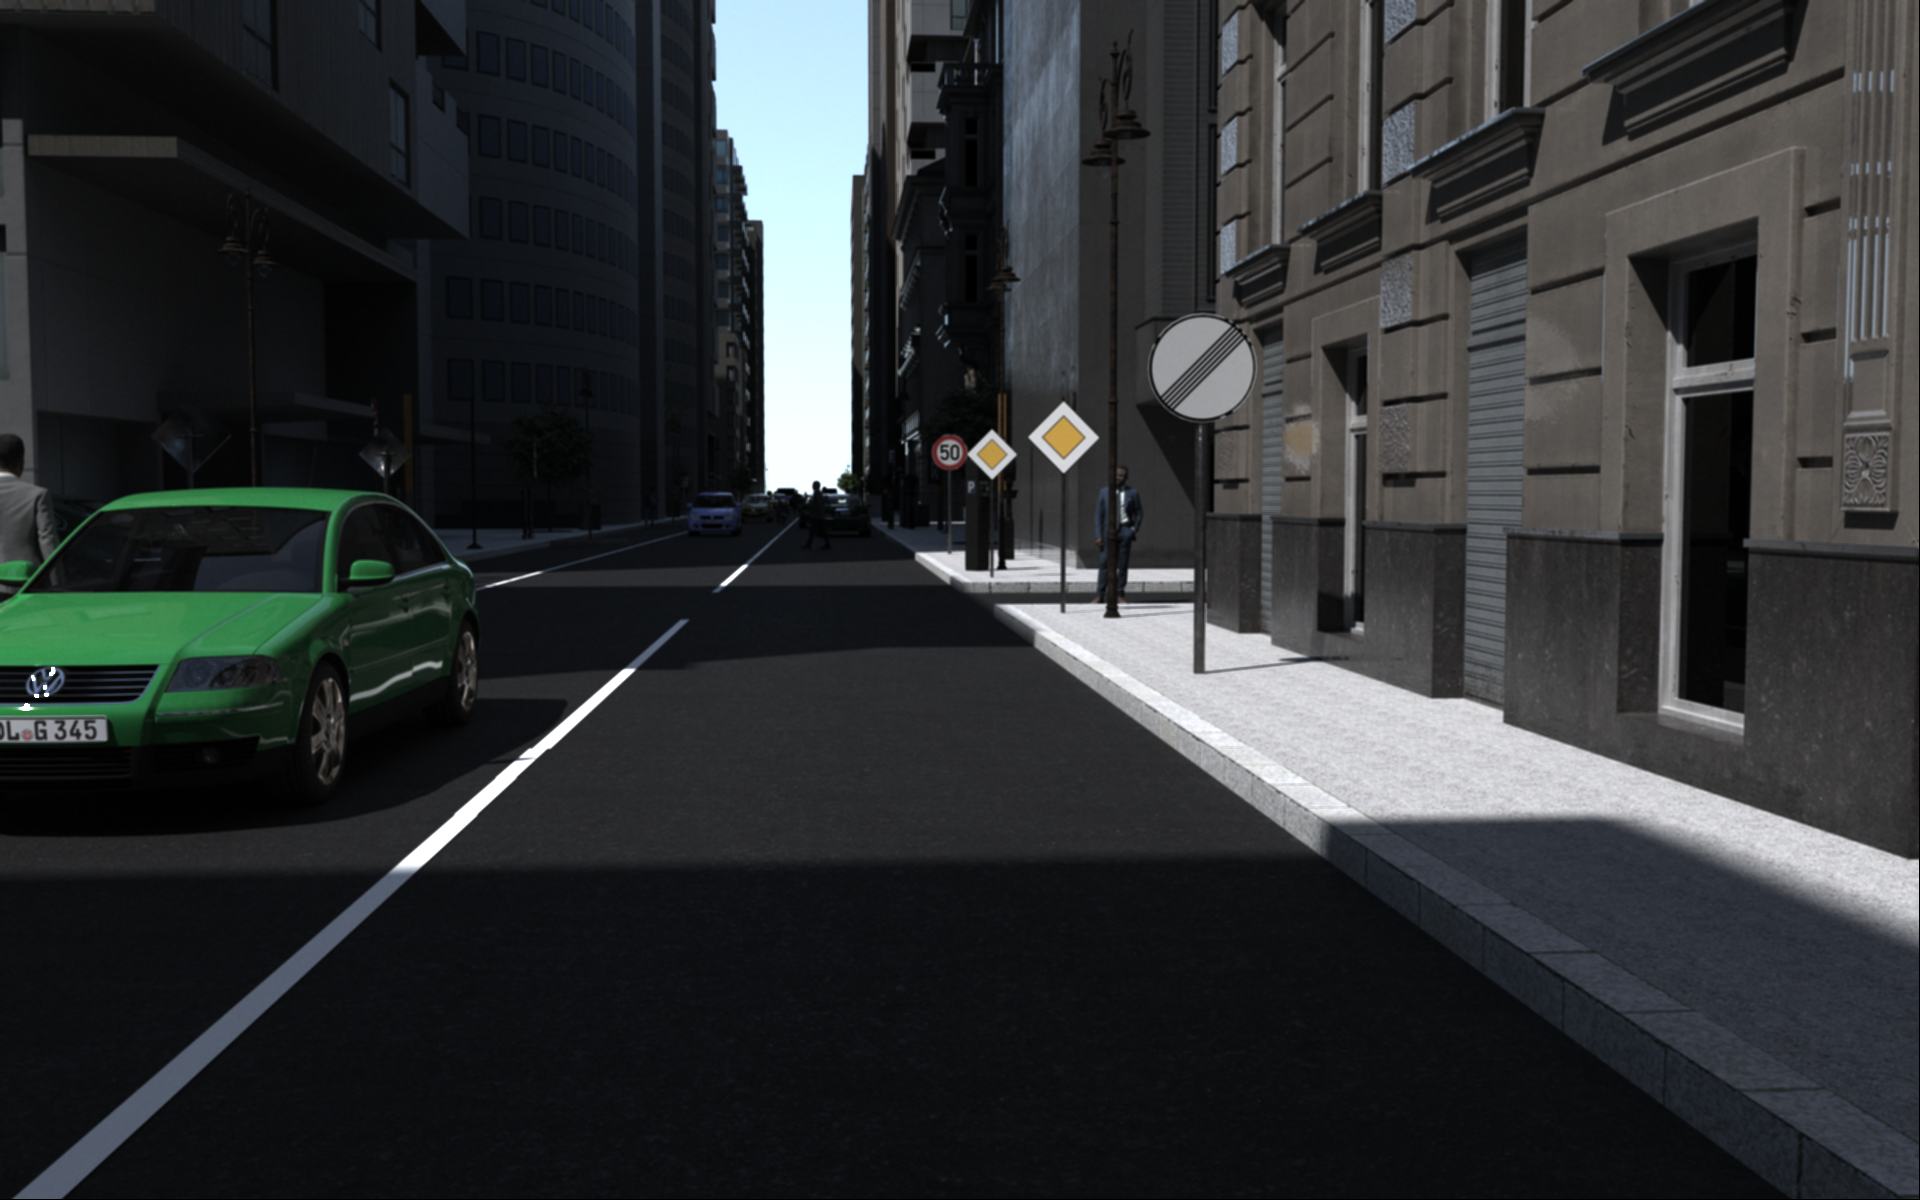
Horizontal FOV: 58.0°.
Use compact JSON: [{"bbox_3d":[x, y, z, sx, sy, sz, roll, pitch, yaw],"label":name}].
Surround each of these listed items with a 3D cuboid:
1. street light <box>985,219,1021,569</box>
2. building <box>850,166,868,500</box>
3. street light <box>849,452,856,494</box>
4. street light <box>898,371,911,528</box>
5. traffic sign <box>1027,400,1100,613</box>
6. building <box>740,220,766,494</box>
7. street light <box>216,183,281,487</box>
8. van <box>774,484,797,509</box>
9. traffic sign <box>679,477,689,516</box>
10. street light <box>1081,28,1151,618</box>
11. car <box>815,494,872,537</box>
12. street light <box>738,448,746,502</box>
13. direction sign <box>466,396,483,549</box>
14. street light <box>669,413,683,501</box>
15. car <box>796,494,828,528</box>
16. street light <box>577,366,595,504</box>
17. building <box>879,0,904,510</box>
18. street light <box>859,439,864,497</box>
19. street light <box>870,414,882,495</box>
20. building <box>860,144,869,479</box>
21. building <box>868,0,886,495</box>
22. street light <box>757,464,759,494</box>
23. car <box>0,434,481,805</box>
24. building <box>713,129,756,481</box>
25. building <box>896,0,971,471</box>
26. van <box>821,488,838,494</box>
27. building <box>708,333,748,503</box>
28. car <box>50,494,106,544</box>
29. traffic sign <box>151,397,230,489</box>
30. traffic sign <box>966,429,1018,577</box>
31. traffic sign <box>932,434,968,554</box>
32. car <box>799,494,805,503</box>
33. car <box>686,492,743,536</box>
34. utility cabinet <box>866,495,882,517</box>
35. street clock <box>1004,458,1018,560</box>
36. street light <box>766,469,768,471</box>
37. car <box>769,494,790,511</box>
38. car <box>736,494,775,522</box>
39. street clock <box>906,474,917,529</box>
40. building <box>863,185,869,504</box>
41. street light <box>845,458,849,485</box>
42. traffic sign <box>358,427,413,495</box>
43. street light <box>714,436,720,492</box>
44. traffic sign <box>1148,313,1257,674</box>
[{"bbox_3d":[0.717,-3.464,29.421,0.468,5.910,1.993,0,4,-4],"label":"street light"},{"bbox_3d":[-4.914,-38.313,250.120,21.300,48.544,21.600,0,4,-4],"label":"building"},{"bbox_3d":[-11.569,-13.183,188.321,0.468,5.910,1.993,0,4,-4],"label":"street light"},{"bbox_3d":[-2.080,-5.646,65.093,0.468,5.910,1.993,0,4,-4],"label":"street light"},{"bbox_3d":[1.108,-0.917,18.629,0.795,2.450,0.064,0,4,-4],"label":"traffic sign"},{"bbox_3d":[-35.628,-34.696,250.865,14.154,41.232,14.086,0,4,-4],"label":"building"},{"bbox_3d":[-10.684,-3.265,26.170,0.468,5.910,1.993,0,4,-4],"label":"street light"},{"bbox_3d":[-16.321,-9.704,163.041,2.240,2.365,5.245,0,4,-3],"label":"van"},{"bbox_3d":[-16.082,-6.043,100.940,0.606,2.300,0.079,0,4,4],"label":"traffic sign"},{"bbox_3d":[1.581,-2.755,17.830,0.468,5.910,1.993,0,4,-4],"label":"street light"},{"bbox_3d":[-4.047,-2.920,59.535,2.131,1.459,4.920,0,4,-6],"label":"car"},{"bbox_3d":[-22.024,-12.306,173.991,0.468,5.910,1.993,0,4,-4],"label":"street light"},{"bbox_3d":[-11.383,-2.968,40.517,0.379,3.537,0.876,-1,4,-18],"label":"direction sign"},{"bbox_3d":[-16.286,-7.699,98.669,0.468,5.910,1.993,0,4,-4],"label":"street light"},{"bbox_3d":[-5.944,-3.808,74.063,2.131,1.459,4.920,0,4,-4],"label":"car"},{"bbox_3d":[-13.437,-5.484,62.449,0.468,5.910,1.993,0,4,-4],"label":"street light"},{"bbox_3d":[0.662,-30.049,141.417,14.600,45.320,14.200,0,4,-4],"label":"building"},{"bbox_3d":[-8.086,-10.346,141.947,0.468,5.910,1.993,0,4,-4],"label":"street light"},{"bbox_3d":[-4.793,-7.819,100.633,0.468,5.910,1.993,0,4,-4],"label":"street light"},{"bbox_3d":[-0.126,-36.109,209.988,23.786,49.044,30.456,0,4,-4],"label":"building"},{"bbox_3d":[1.911,-37.941,162.341,21.231,58.520,28.212,0,4,-4],"label":"building"},{"bbox_3d":[-25.718,-15.162,220.684,0.468,5.910,1.993,0,4,-4],"label":"street light"},{"bbox_3d":[-3.868,-0.034,9.348,1.959,1.807,4.718,0,4,-3],"label":"car"},{"bbox_3d":[-39.306,-37.213,228.045,23.786,49.044,30.456,0,4,-4],"label":"building"},{"bbox_3d":[9.451,-32.501,120.635,28.713,52.752,27.495,0,4,-4],"label":"building"},{"bbox_3d":[-14.273,-11.248,188.285,2.240,2.365,5.245,0,4,-6],"label":"van"},{"bbox_3d":[-38.970,-21.661,199.200,27.650,21.520,28.899,0,4,-4],"label":"building"},{"bbox_3d":[-12.281,-0.617,21.884,4.920,1.459,2.131,0,4,-5],"label":"car"},{"bbox_3d":[-7.960,-0.875,17.947,0.795,2.450,0.064,0,4,-4],"label":"traffic sign"},{"bbox_3d":[0.489,-1.404,26.591,0.795,2.450,0.064,0,4,-4],"label":"traffic sign"},{"bbox_3d":[-0.222,-2.261,37.072,0.768,2.556,0.104,0,4,-3],"label":"traffic sign"},{"bbox_3d":[-22.783,-14.212,244.364,2.014,1.417,4.499,0,4,-4],"label":"car"},{"bbox_3d":[-8.472,-3.079,59.925,1.945,1.707,3.694,0,4,-5],"label":"car"},{"bbox_3d":[-4.638,-5.153,95.405,1.020,1.237,0.306,0,4,-3],"label":"utility cabinet"},{"bbox_3d":[0.963,-1.790,33.841,0.358,2.002,0.471,0,4,6],"label":"street clock"},{"bbox_3d":[-28.639,-17.383,256.993,0.468,5.910,1.993,0,4,-4],"label":"street light"},{"bbox_3d":[-15.429,-8.373,147.119,2.015,1.641,3.980,0,4,-4],"label":"car"},{"bbox_3d":[-10.497,-4.810,88.873,2.015,1.641,3.980,0,4,-4],"label":"car"},{"bbox_3d":[-1.774,-3.601,63.451,0.358,2.002,0.471,-2,4,-24],"label":"street clock"},{"bbox_3d":[-5.978,-33.546,232.069,14.154,41.232,14.086,0,4,-4],"label":"building"},{"bbox_3d":[-14.391,-15.356,223.852,0.468,5.910,1.993,0,4,-4],"label":"street light"},{"bbox_3d":[-8.580,-1.362,25.908,0.795,2.450,0.064,0,4,-4],"label":"traffic sign"},{"bbox_3d":[-19.364,-10.132,138.447,0.468,5.910,1.993,0,4,-4],"label":"street light"},{"bbox_3d":[1.710,-0.746,12.308,0.768,2.556,0.104,0,4,2],"label":"traffic sign"}]
